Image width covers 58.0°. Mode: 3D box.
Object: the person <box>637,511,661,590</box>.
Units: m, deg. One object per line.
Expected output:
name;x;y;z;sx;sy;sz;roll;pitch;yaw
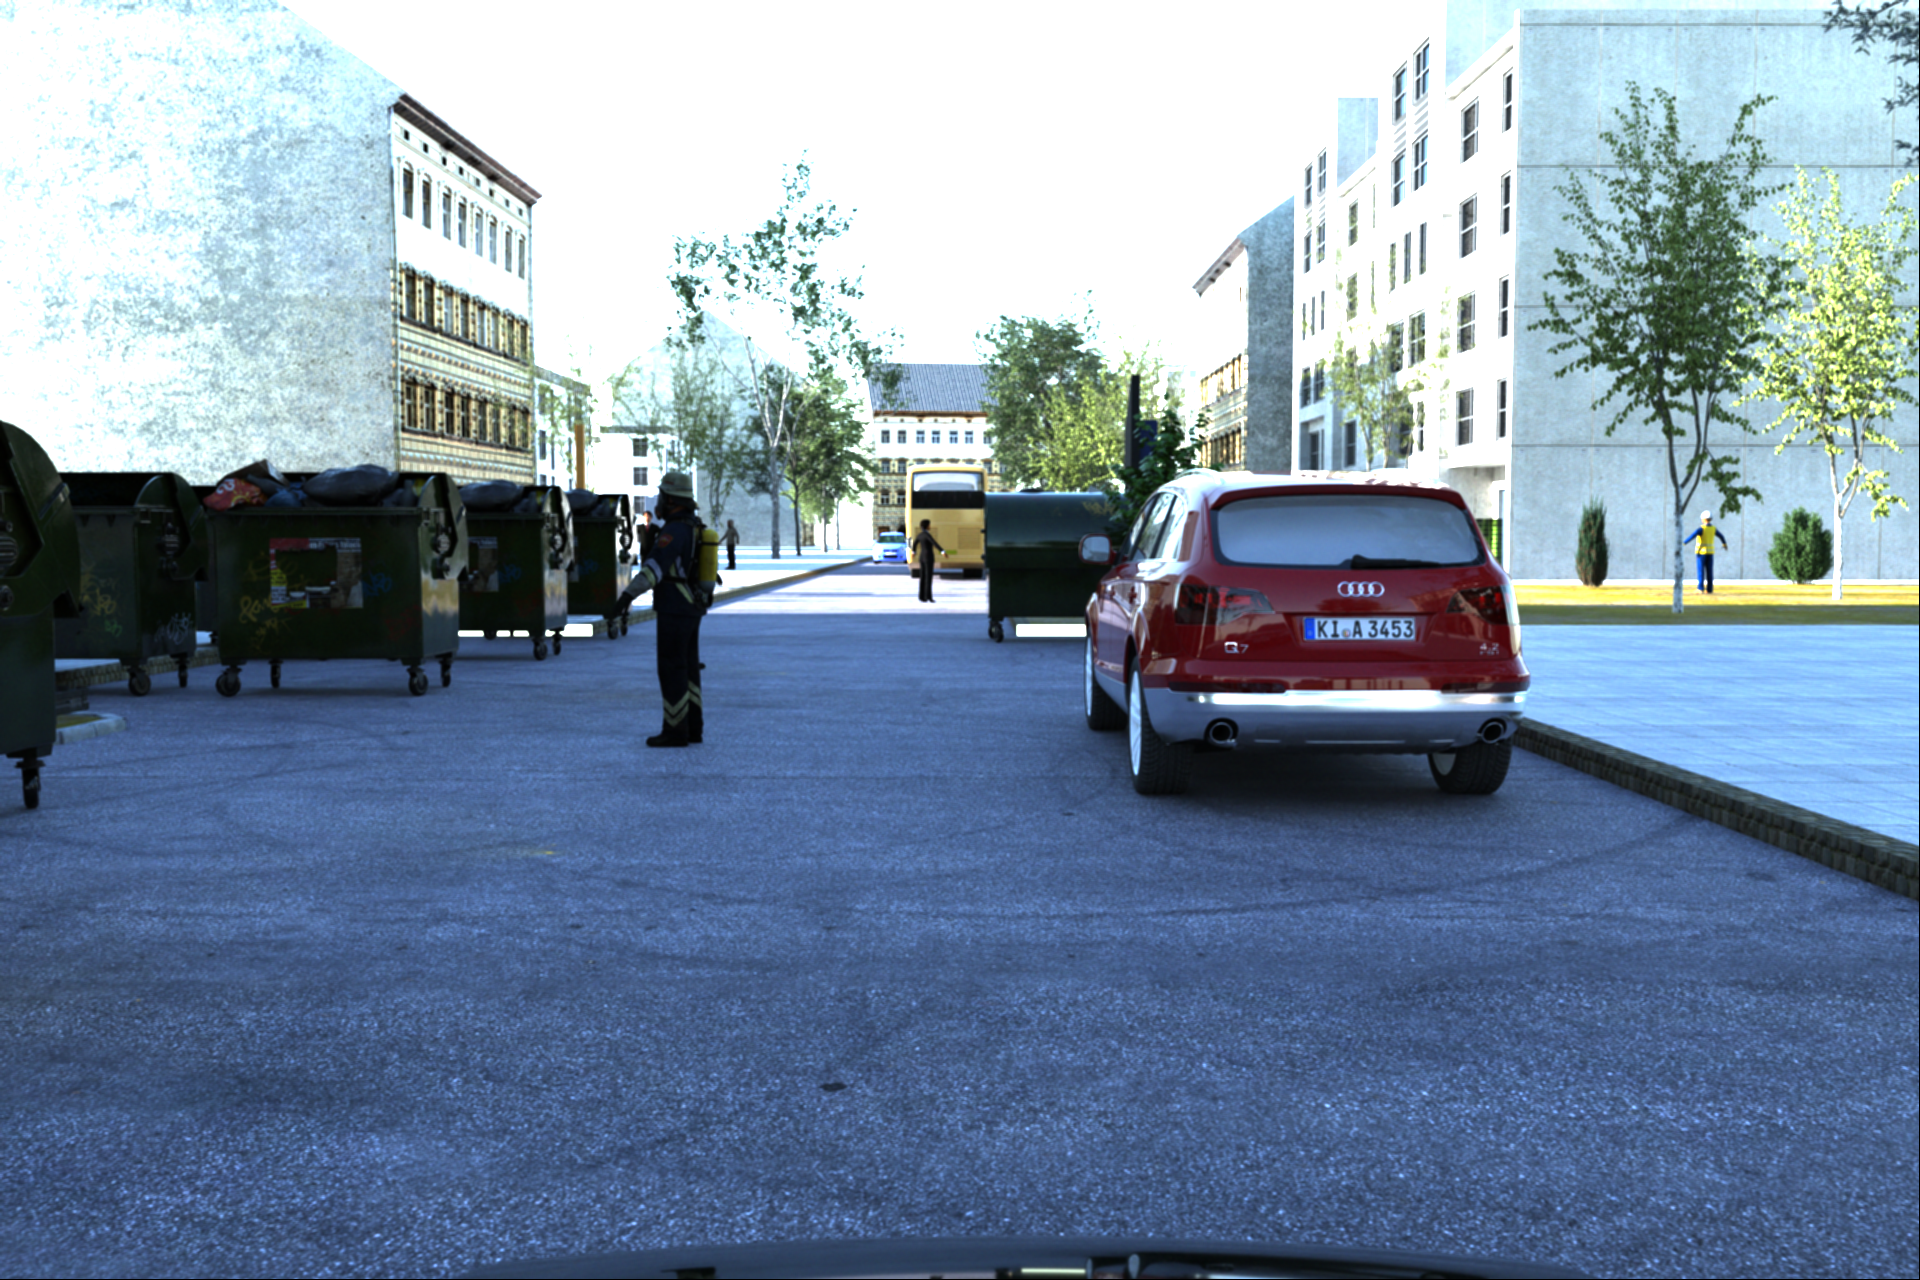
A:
person;-7.103;-2.032;39.416;1.347;1.806;0.705;0;4;-5

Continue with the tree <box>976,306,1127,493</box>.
tree;5.689;-11.620;96.640;9.857;13.997;8.962;0;3;0

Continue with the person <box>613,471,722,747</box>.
person;-1.939;-0.217;11.778;0.705;1.856;1.354;1;4;17

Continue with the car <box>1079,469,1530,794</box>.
car;1.952;-0.147;11.078;2.281;1.827;5.304;0;4;0

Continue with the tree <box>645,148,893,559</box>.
tree;-9.490;-14.138;87.047;12.611;20.169;13.585;0;3;0

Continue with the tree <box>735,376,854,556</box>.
tree;-9.863;-10.255;102.075;7.601;10.594;8.767;-1;4;-10

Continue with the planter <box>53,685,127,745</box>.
planter;-7.101;0.547;12.204;1.991;0.319;1.994;0;4;0

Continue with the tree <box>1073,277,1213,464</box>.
tree;5.447;-6.076;49.713;4.360;8.622;3.978;0;3;0

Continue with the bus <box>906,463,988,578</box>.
bus;-0.485;-4.143;59.287;2.896;3.916;12.252;0;4;-1

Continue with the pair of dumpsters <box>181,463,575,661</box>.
pair of dumpsters;-6.792;-0.918;19.968;4.436;2.255;1.574;0;4;0

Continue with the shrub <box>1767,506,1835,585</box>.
shrub;21.404;-2.426;44.085;1.690;2.028;1.600;0;3;0

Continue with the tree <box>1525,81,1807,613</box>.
tree;11.515;-4.738;27.824;4.737;8.622;4.395;0;3;0

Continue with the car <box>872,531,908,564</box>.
car;-3.279;-4.547;83.940;1.945;1.707;3.694;0;4;0

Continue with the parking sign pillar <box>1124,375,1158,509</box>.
parking sign pillar;3.110;-2.542;30.040;1.447;3.967;1.447;0;4;0

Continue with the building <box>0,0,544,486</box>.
building;-28.429;-14.523;68.387;19.493;23.208;18.063;0;4;1

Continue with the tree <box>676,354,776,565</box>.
tree;-10.255;-7.391;71.203;4.360;8.622;3.978;0;3;0

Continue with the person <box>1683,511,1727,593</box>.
person;16.115;-1.901;37.550;1.216;1.772;0.721;-1;4;-14

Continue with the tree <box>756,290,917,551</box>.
tree;-9.225;-16.850;131.388;12.611;20.169;13.585;0;3;0

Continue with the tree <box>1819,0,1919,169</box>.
tree;8.436;-6.076;9.705;12.009;13.543;11.850;0;3;0

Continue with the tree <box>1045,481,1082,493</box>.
tree;13.703;-17.750;215.972;9.928;11.665;9.643;0;3;0

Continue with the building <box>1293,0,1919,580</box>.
building;23.563;-12.028;63.119;16.747;18.905;31.486;0;3;0

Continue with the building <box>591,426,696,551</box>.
building;-27.009;-12.621;148.498;9.099;9.664;28.070;0;4;1

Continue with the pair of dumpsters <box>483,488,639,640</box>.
pair of dumpsters;-6.757;-1.158;23.889;4.436;2.255;1.574;0;4;0

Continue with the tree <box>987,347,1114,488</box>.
tree;6.180;-12.347;112.244;12.009;13.543;11.850;0;3;0

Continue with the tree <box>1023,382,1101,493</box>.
tree;5.167;-8.101;82.821;4.737;8.622;4.395;0;3;0

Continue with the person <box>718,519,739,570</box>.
person;-8.298;-3.451;62.546;0.705;1.813;1.348;-3;4;-38

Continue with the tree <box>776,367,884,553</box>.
tree;-9.052;-12.173;117.150;7.486;12.596;7.792;0;3;0

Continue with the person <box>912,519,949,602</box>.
person;-0.646;-1.664;36.381;0.721;1.740;1.216;-3;4;-37

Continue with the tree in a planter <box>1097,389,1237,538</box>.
tree in a planter;2.603;-1.479;21.412;1.991;3.239;1.994;0;4;0

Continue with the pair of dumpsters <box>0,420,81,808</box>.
pair of dumpsters;-6.862;-0.216;8.480;4.436;2.255;1.574;0;4;1

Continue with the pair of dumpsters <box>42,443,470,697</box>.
pair of dumpsters;-6.831;-0.655;15.664;4.436;2.255;1.574;0;3;0

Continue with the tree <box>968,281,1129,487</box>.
tree;7.303;-16.706;129.033;12.611;20.169;13.585;0;3;0

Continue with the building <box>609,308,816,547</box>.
building;-24.845;-21.225;177.959;19.493;23.208;18.063;0;4;-1

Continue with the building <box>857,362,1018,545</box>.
building;-3.204;-23.686;220.655;18.063;23.208;19.493;-1;4;-8

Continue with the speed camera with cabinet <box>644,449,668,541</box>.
speed camera with cabinet;-6.997;-2.850;40.930;0.660;3.252;2.038;0;4;1

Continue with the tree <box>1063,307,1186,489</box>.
tree;5.535;-6.507;56.758;4.737;8.622;4.395;0;3;0

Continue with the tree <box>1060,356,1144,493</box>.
tree;5.729;-7.461;72.355;4.360;8.622;3.978;0;3;0

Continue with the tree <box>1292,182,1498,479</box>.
tree;8.882;-5.286;36.793;4.360;8.622;3.978;0;3;0

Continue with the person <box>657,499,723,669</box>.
person;-2.916;-0.623;18.412;0.705;1.858;1.354;-2;4;-34

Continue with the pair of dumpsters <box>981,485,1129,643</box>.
pair of dumpsters;2.496;-1.127;23.379;4.436;2.255;1.574;0;4;-1

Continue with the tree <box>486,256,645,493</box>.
tree;-9.632;-5.818;45.482;4.360;8.622;3.978;0;3;0

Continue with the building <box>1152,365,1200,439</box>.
building;26.007;-20.381;189.652;16.016;20.090;11.380;0;4;0

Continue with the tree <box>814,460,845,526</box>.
tree;-19.127;-19.208;220.711;9.857;13.997;8.962;0;3;0

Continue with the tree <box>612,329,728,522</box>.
tree;-9.881;-6.821;61.880;4.360;8.622;3.978;0;3;0

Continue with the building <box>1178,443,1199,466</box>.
building;23.138;-13.307;159.723;9.099;9.664;28.070;0;4;0

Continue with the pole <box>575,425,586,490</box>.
pole;-7.087;-2.359;32.413;0.158;3.312;0.155;0;3;0

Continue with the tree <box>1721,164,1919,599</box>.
tree;17.198;-5.112;33.938;4.737;8.622;4.395;0;3;0

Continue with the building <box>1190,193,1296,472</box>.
building;23.734;-16.252;96.654;19.493;23.208;18.063;0;4;0

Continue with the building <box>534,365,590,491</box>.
building;-25.450;-9.556;98.387;9.099;9.664;28.070;0;3;0
